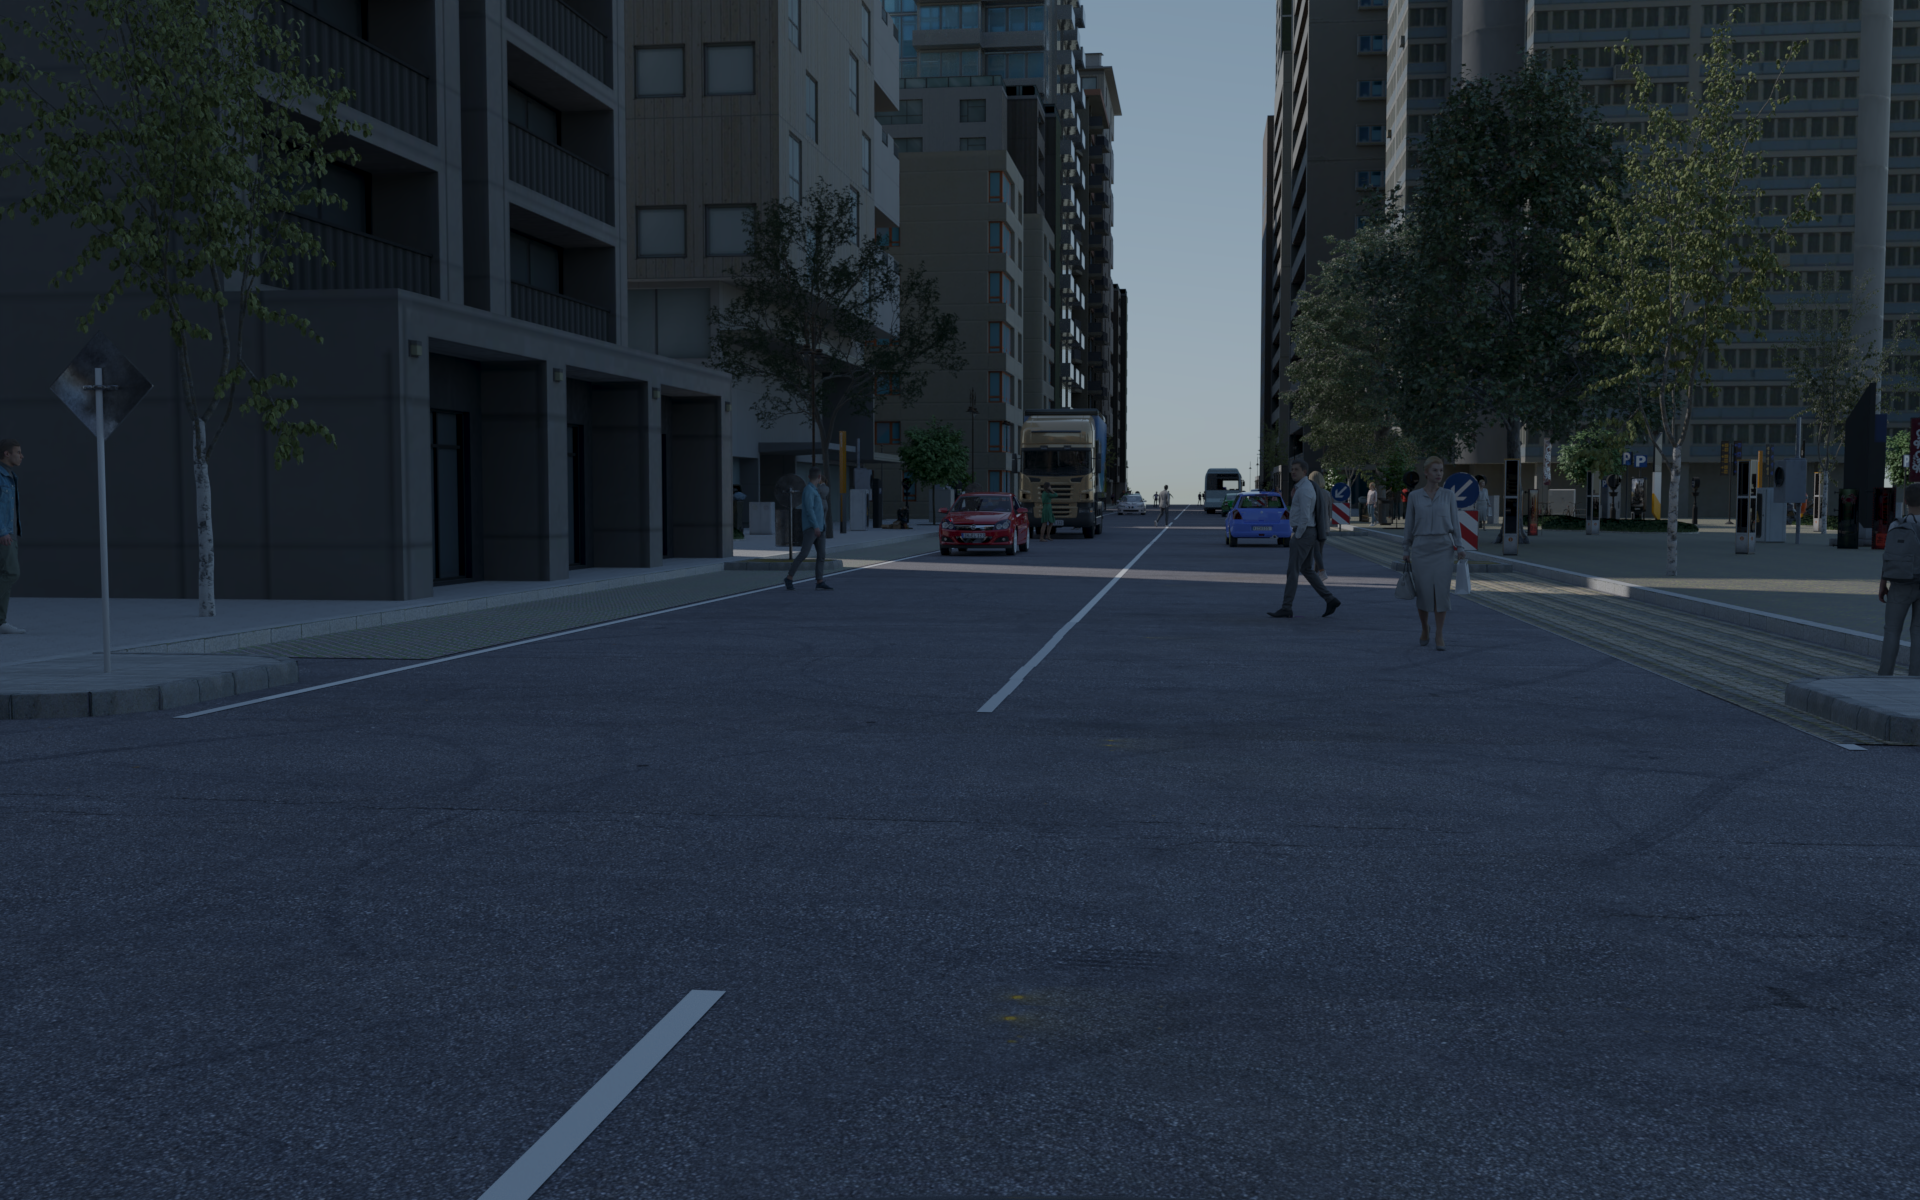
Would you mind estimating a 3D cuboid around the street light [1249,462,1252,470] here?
[{"bbox_3d":[40.579,-16.482,242.267,0.468,5.910,1.993,0,4,8],"label":"street light"}]

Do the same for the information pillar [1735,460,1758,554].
[{"bbox_3d":[16.788,-1.987,36.974,0.304,2.012,0.304,-3,4,-37],"label":"information pillar"}]

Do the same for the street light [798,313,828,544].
[{"bbox_3d":[-3.740,-4.370,44.239,0.468,5.910,1.993,0,4,8],"label":"street light"}]

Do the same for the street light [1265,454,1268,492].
[{"bbox_3d":[31.981,-12.721,180.773,0.468,5.910,1.993,0,4,8],"label":"street light"}]

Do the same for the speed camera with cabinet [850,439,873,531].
[{"bbox_3d":[-3.474,-4.078,61.011,0.660,3.252,2.038,0,4,3],"label":"speed camera with cabinet"}]

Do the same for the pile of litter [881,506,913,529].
[{"bbox_3d":[-2.322,-3.032,63.543,1.176,0.858,1.719,0,4,-4],"label":"pile of litter"}]

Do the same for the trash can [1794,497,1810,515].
[{"bbox_3d":[38.844,-4.181,80.007,0.748,1.137,0.748,0,3,0],"label":"trash can"}]

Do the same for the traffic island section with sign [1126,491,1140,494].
[{"bbox_3d":[18.809,-11.252,192.595,1.989,1.847,2.006,0,4,8],"label":"traffic island section with sign"}]

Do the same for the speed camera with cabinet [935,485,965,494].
[{"bbox_3d":[-0.495,-5.568,85.368,0.660,3.252,2.038,2,4,32],"label":"speed camera with cabinet"}]

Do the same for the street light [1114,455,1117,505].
[{"bbox_3d":[18.160,-14.039,202.325,0.468,5.910,1.993,0,4,8],"label":"street light"}]

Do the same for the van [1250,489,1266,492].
[{"bbox_3d":[25.129,-8.521,146.330,2.013,2.044,4.112,0,4,8],"label":"van"}]

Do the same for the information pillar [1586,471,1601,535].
[{"bbox_3d":[19.911,-3.055,54.449,0.304,2.012,0.304,-1,4,-12],"label":"information pillar"}]

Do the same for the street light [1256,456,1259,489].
[{"bbox_3d":[36.327,-14.606,211.593,0.468,5.910,1.993,0,4,8],"label":"street light"}]

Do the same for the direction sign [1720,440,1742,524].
[{"bbox_3d":[32.684,-4.983,73.461,0.379,3.537,0.876,-3,5,-44],"label":"direction sign"}]

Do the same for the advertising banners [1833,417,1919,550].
[{"bbox_3d":[21.294,-2.675,39.928,2.074,3.025,0.090,3,5,42],"label":"advertising banners"}]

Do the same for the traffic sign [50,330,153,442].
[{"bbox_3d":[-6.142,-0.625,12.409,0.795,2.593,0.064,0,4,8],"label":"traffic sign"}]

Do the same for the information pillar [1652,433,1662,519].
[{"bbox_3d":[26.497,-4.555,65.830,0.504,3.616,0.183,-3,4,-39],"label":"information pillar"}]

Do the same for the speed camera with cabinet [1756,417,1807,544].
[{"bbox_3d":[21.404,-3.119,45.333,0.660,3.252,2.038,0,4,1],"label":"speed camera with cabinet"}]

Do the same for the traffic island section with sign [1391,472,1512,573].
[{"bbox_3d":[9.126,-1.450,32.333,1.989,1.847,2.006,0,4,8],"label":"traffic island section with sign"}]

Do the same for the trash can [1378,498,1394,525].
[{"bbox_3d":[17.492,-3.638,71.137,0.748,1.137,0.748,0,3,0],"label":"trash can"}]

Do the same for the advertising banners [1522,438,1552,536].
[{"bbox_3d":[17.633,-3.493,53.305,2.074,3.025,0.090,-3,4,-37],"label":"advertising banners"}]

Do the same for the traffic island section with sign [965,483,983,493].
[{"bbox_3d":[0.501,-3.174,60.529,1.989,1.847,2.006,0,4,8],"label":"traffic island section with sign"}]

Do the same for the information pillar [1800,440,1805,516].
[{"bbox_3d":[36.493,-5.120,75.060,0.183,3.616,0.504,1,4,15],"label":"information pillar"}]

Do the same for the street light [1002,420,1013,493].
[{"bbox_3d":[2.397,-7.089,88.695,0.468,5.910,1.993,0,4,8],"label":"street light"}]

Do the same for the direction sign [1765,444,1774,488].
[{"bbox_3d":[36.846,-5.314,78.881,0.379,3.537,0.876,3,5,45],"label":"direction sign"}]

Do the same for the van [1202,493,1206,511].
[{"bbox_3d":[21.549,-8.652,145.852,2.240,2.365,5.245,0,4,7],"label":"van"}]

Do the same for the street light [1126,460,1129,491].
[{"bbox_3d":[22.569,-15.957,233.681,0.468,5.910,1.993,0,4,8],"label":"street light"}]

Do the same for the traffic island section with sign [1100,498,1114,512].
[{"bbox_3d":[11.210,-7.903,137.848,1.989,1.847,2.006,0,4,8],"label":"traffic island section with sign"}]

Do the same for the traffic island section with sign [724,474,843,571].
[{"bbox_3d":[-3.308,-1.499,33.130,1.989,1.847,2.006,0,4,8],"label":"traffic island section with sign"}]

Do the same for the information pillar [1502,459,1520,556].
[{"bbox_3d":[11.503,-1.937,36.155,0.304,2.012,0.304,1,4,16],"label":"information pillar"}]

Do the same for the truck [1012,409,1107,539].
[{"bbox_3d":[3.595,-4.308,59.343,2.839,4.237,11.283,0,4,7],"label":"truck"}]

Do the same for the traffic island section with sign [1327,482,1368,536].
[{"bbox_3d":[12.890,-3.107,59.419,1.989,1.847,2.006,0,4,8],"label":"traffic island section with sign"}]

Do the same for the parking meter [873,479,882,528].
[{"bbox_3d":[-3.111,-3.641,65.237,0.255,1.863,0.399,1,4,20],"label":"parking meter"}]

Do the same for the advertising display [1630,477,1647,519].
[{"bbox_3d":[26.237,-3.777,66.975,0.123,1.923,0.974,0,4,-8],"label":"advertising display"}]

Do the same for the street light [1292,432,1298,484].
[{"bbox_3d":[25.014,-9.590,129.587,0.468,5.910,1.993,0,4,8],"label":"street light"}]

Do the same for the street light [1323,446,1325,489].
[{"bbox_3d":[20.682,-7.680,98.357,0.468,5.910,1.993,0,4,8],"label":"street light"}]

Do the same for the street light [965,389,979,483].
[{"bbox_3d":[0.557,-6.259,75.121,0.468,5.910,1.993,0,4,8],"label":"street light"}]

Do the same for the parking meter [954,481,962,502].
[{"bbox_3d":[-0.073,-4.199,74.372,0.255,1.863,0.399,-1,4,-18],"label":"parking meter"}]

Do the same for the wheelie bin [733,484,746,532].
[{"bbox_3d":[-7.343,-2.928,55.779,0.980,1.594,0.693,1,4,14],"label":"wheelie bin"}]

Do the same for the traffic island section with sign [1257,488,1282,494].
[{"bbox_3d":[19.752,-6.136,108.951,1.989,1.847,2.006,0,4,8],"label":"traffic island section with sign"}]

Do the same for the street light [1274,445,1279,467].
[{"bbox_3d":[29.210,-11.467,160.269,0.468,5.910,1.993,0,4,8],"label":"street light"}]

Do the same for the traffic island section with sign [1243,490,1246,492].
[{"bbox_3d":[23.574,-7.822,136.514,1.989,1.847,2.006,0,4,8],"label":"traffic island section with sign"}]
